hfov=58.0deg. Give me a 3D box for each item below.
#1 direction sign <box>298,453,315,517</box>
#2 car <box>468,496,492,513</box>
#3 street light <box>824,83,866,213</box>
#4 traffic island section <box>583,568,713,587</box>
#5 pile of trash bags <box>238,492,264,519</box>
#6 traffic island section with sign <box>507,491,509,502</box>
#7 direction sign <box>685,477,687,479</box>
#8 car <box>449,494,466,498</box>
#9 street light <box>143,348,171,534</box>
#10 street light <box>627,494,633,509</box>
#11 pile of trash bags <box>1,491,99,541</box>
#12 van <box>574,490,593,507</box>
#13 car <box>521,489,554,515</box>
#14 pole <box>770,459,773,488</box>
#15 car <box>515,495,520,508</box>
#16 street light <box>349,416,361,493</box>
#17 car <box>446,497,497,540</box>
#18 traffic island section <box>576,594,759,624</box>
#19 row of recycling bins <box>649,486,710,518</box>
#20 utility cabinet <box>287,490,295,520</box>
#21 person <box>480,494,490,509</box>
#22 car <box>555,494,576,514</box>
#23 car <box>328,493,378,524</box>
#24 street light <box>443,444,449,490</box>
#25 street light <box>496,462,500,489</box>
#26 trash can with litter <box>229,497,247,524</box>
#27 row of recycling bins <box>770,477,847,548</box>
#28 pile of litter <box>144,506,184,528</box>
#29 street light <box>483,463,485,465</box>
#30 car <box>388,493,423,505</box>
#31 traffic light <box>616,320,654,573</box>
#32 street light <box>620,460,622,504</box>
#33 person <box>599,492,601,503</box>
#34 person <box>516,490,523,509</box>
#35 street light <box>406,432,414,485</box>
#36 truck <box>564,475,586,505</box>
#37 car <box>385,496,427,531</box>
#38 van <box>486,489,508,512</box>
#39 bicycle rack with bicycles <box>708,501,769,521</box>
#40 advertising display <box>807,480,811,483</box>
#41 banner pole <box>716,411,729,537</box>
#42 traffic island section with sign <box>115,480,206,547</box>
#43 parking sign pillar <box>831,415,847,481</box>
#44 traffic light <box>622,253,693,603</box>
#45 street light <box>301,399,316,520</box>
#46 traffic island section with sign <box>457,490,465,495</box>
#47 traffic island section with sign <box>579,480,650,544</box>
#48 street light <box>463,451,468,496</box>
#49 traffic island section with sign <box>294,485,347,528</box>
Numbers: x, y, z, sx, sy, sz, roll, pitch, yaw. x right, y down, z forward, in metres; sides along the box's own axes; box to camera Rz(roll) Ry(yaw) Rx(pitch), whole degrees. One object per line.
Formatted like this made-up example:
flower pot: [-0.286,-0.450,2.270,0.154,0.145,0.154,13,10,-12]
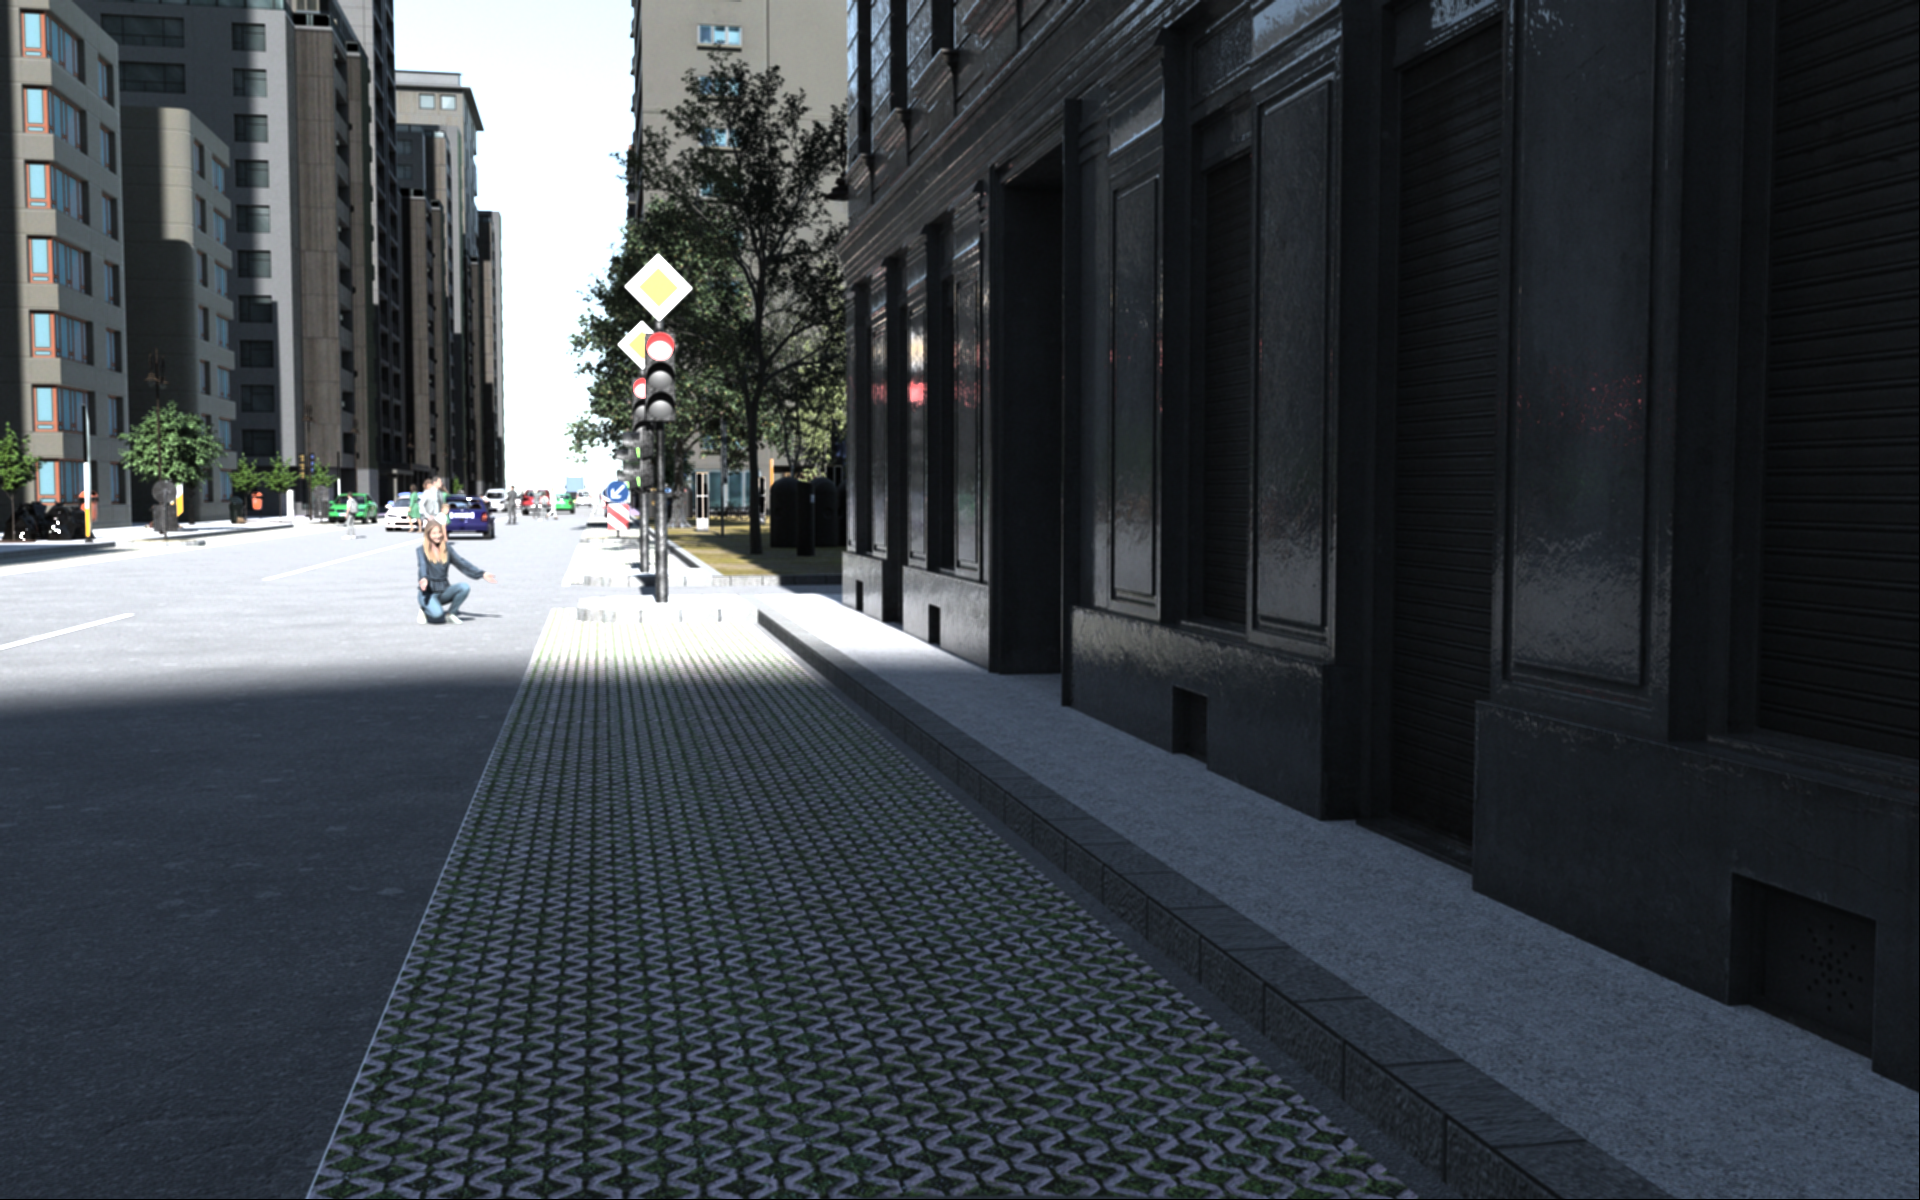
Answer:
direction sign: [-35.990,-6.328,95.465,0.876,3.537,0.379,0,4,0]
car: [-32.902,-6.443,117.916,1.945,1.354,3.894,-1,4,-11]
street light: [-1.239,-2.890,20.040,0.468,5.910,1.993,-1,4,-12]
traffic island section: [-5.129,-0.369,28.309,2.009,0.180,2.903,-1,4,-12]
pile of trash bags: [-37.853,-4.928,90.319,3.447,1.369,1.912,1,4,14]
traffic island section with sign: [-59.964,-13.580,230.655,1.989,1.847,2.006,-1,4,-12]
direction sign: [-14.170,-5.815,87.071,0.876,3.537,0.379,-2,4,-24]
car: [-30.971,-5.755,106.095,2.014,1.417,4.499,-1,4,-10]
street light: [-25.367,-5.019,54.849,0.468,5.910,1.993,-1,4,-12]
street light: [-27.962,-10.682,147.444,0.468,5.910,1.993,-1,4,-12]
pile of trash bags: [-25.392,-2.399,48.973,1.912,1.369,3.447,0,4,1]
van: [-40.949,-11.096,188.425,2.013,2.044,4.112,-1,4,-13]
car: [-29.089,-6.771,119.380,2.281,1.827,5.304,-1,4,-11]
pole: [-10.928,-6.524,100.502,0.158,3.312,0.155,0,3,0]
car: [-43.479,-9.766,172.034,2.083,1.381,4.827,-1,4,-11]
street light: [-35.021,-7.807,100.427,0.468,5.910,1.993,-1,4,-12]
car: [-15.858,-2.626,55.518,1.945,1.354,3.894,-1,4,-13]
traffic island section: [-3.504,0.110,20.491,2.009,0.180,2.903,-1,4,-12]
row of recycling bins: [-15.035,-5.182,91.842,3.534,1.692,1.069,0,4,-1]
utility cabinet: [-33.378,-4.756,86.437,0.318,1.500,1.173,-1,4,-17]
person: [-28.517,-5.638,103.874,0.628,1.438,0.799,0,4,0]
car: [-29.185,-7.229,126.983,1.959,1.807,4.718,-1,4,-11]
car: [-28.969,-4.519,82.677,1.959,1.807,4.718,-1,4,-10]
street light: [-47.221,-11.394,159.085,0.468,5.910,1.993,-1,4,-12]
street light: [-64.047,-16.365,240.349,0.468,5.910,1.993,-1,4,-12]
trash can with litter: [-30.933,-3.851,74.348,0.624,1.170,1.055,-3,5,-44]
row of recycling bins: [-3.006,-2.166,42.524,3.534,1.692,1.069,-3,4,-36]
pile of litter: [-30.141,-3.142,65.336,1.719,0.858,1.176,2,4,26]
street light: [-58.089,-14.573,211.056,0.468,5.910,1.993,-1,4,-12]
car: [-24.052,-4.063,76.029,1.945,1.707,3.694,-1,4,-13]
traffic light: [-5.170,-2.402,28.187,0.839,4.253,0.868,-1,4,-12]
street light: [-38.745,-13.866,199.494,0.468,5.910,1.993,-1,4,-12]
person: [-49.634,-14.071,239.236,0.721,1.739,1.217,-2,4,-35]
person: [-41.998,-9.639,166.174,1.350,1.814,0.705,-2,4,-25]
street light: [-41.119,-9.602,129.776,0.468,5.910,1.993,-1,4,-12]
truck: [-51.856,-14.842,232.420,2.967,4.110,18.799,-1,4,-11]
car: [-21.550,-3.429,68.429,2.083,1.381,4.827,-1,4,-12]
van: [-36.716,-7.944,136.891,2.013,2.044,4.112,-1,4,-11]
bicycle rack with bicycles: [-11.159,-4.363,84.721,2.925,0.926,2.852,1,4,21]
advertising display: [-6.477,-4.510,78.954,0.974,1.923,0.123,-1,4,-19]
banner pole: [-7.107,-3.800,52.149,0.401,3.779,0.863,-1,4,-22]
traffic island section with sign: [-21.903,-2.382,47.573,1.989,1.847,2.006,-1,4,-12]
parking sign pillar: [-3.860,-4.297,58.720,1.447,3.967,1.447,2,4,28]
traffic light: [-3.545,-1.923,20.368,0.839,4.253,0.868,-1,4,-12]
street light: [-31.589,-6.808,84.100,0.468,5.910,1.993,-1,4,-12]
traffic island section with sign: [-43.222,-8.656,150.148,1.989,1.847,2.006,-1,4,-12]
traffic island section with sign: [-10.120,-2.571,50.664,1.989,1.847,2.006,-1,4,-12]
street light: [-51.951,-12.786,181.836,0.468,5.910,1.993,-1,4,-12]
traffic island section with sign: [-27.529,-4.035,74.598,1.989,1.847,2.006,-1,4,-12]
